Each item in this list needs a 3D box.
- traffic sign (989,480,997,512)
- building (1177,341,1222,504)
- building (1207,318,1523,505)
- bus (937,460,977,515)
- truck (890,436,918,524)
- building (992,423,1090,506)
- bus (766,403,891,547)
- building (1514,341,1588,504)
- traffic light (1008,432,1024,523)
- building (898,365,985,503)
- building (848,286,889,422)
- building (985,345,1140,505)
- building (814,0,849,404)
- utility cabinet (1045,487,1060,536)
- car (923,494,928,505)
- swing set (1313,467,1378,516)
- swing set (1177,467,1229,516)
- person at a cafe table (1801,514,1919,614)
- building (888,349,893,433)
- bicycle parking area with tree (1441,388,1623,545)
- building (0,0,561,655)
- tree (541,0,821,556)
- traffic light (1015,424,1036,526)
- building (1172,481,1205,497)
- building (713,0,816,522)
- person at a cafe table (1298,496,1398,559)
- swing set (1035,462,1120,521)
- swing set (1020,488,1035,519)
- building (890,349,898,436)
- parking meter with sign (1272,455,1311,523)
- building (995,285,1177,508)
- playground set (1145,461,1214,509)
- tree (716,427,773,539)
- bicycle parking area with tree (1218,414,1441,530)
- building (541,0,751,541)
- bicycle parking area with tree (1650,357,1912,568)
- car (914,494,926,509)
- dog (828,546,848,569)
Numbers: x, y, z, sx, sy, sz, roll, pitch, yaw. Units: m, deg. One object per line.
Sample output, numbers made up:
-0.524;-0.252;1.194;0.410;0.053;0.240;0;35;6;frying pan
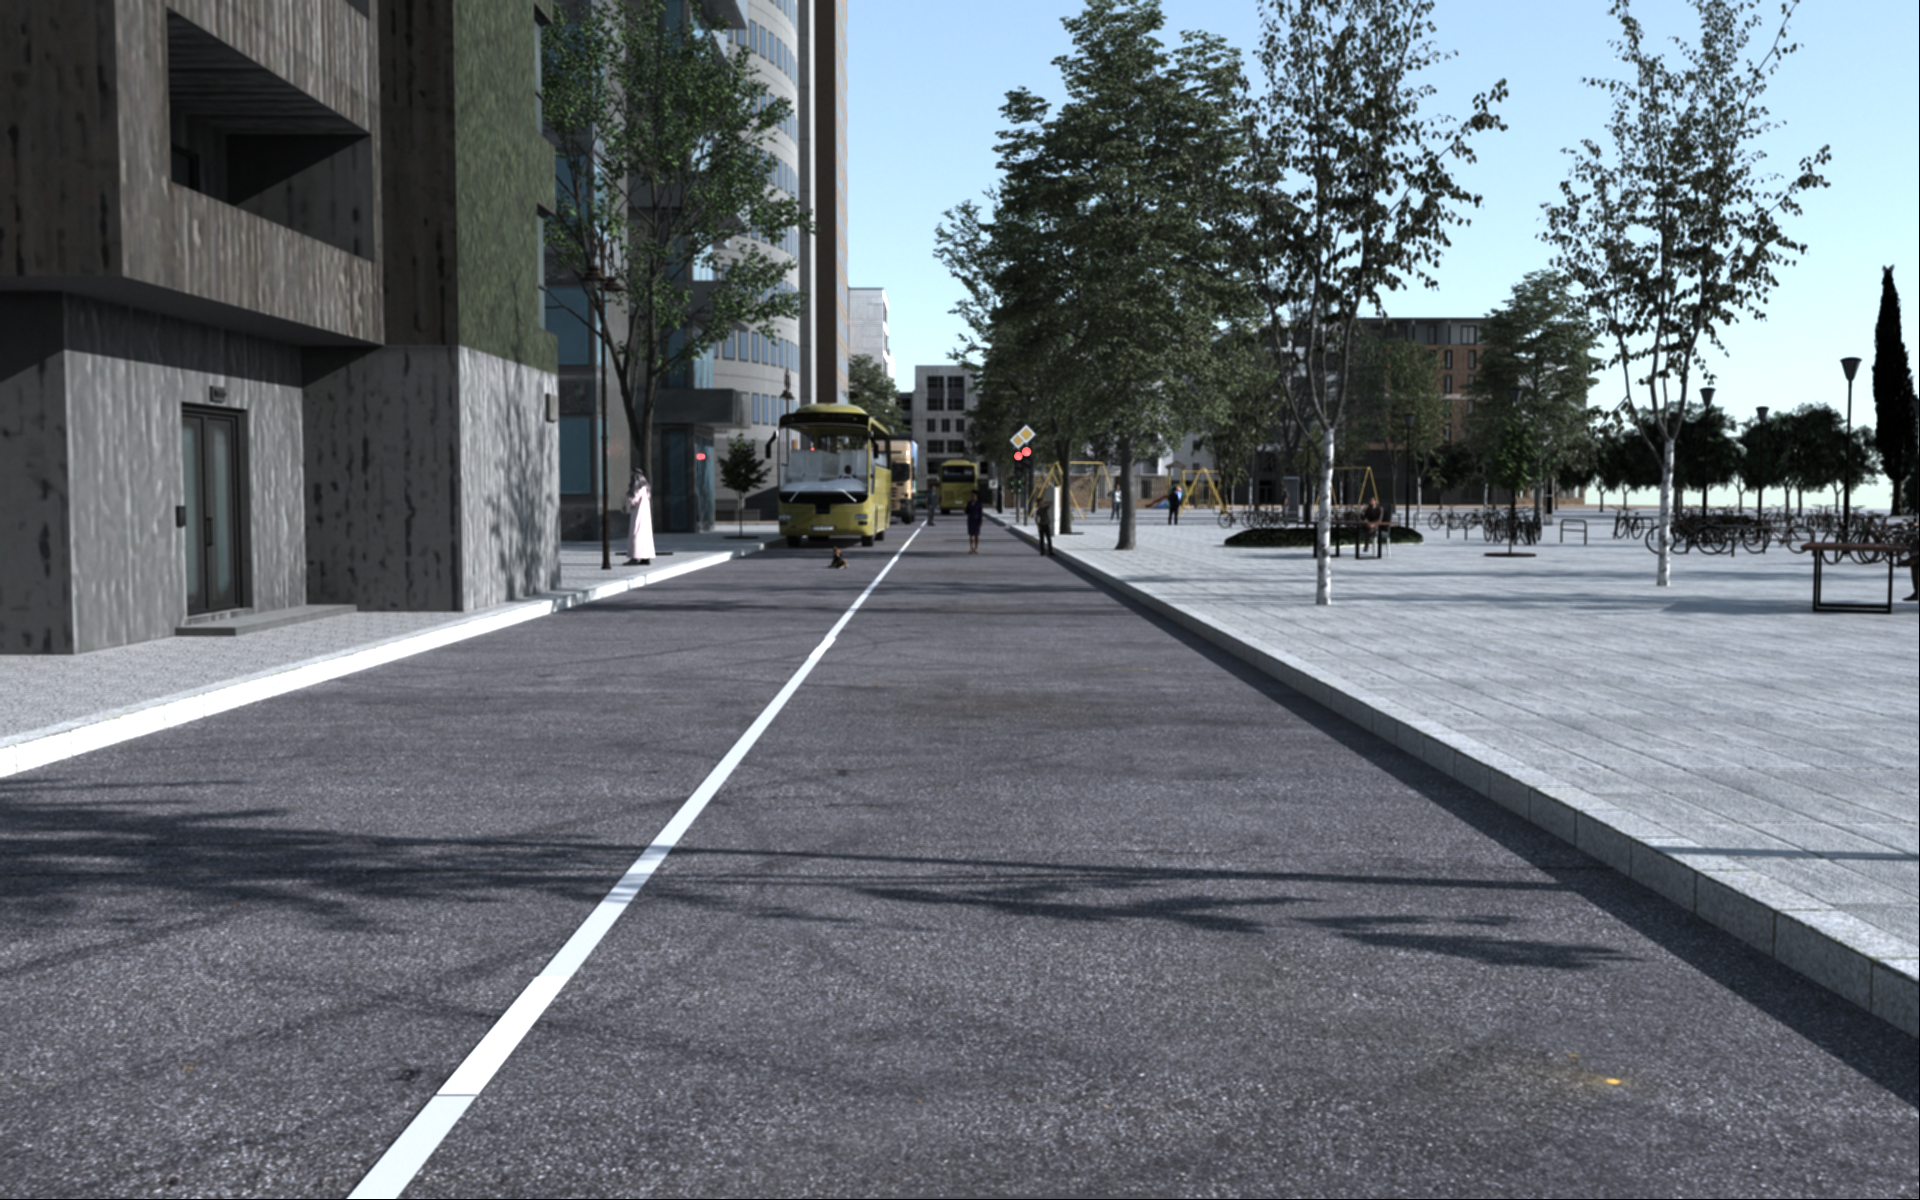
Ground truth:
2.442;-7.653;127.263;0.606;2.300;0.079;0;4;3;traffic sign
26.786;-22.266;220.468;11.380;20.091;16.016;0;4;0;building
48.927;-22.666;214.558;32.646;21.610;27.936;0;4;0;building
-0.184;-8.072;123.522;2.896;3.916;12.252;0;4;-1;bus
-3.473;-5.922;85.733;2.839;4.237;11.283;0;3;0;truck
8.205;-14.721;182.834;9.099;9.664;28.070;0;4;0;building
-3.523;-3.606;50.505;2.896;3.916;12.252;0;4;0;bus
71.528;-22.270;220.528;11.380;20.091;16.016;0;4;0;building
2.593;-5.439;77.849;0.839;4.253;0.868;0;4;0;traffic light
-6.237;-23.207;245.883;31.486;18.905;16.747;0;4;0;building
-21.458;-19.907;169.451;27.936;21.610;32.646;0;4;0;building
12.156;-21.153;212.302;16.747;18.905;31.486;0;4;0;building
-15.482;-29.121;126.235;14.600;45.320;14.200;0;4;0;building
2.814;-2.711;53.005;0.318;1.500;1.173;1;4;10;utility cabinet
-4.240;-10.649;186.110;2.014;1.417;4.499;0;4;1;car
22.746;-6.338;101.250;3.119;2.851;2.862;3;5;43;swing set
14.239;-6.369;101.756;2.862;2.851;3.119;0;4;6;swing set
10.215;-0.497;18.982;1.726;1.238;1.698;2;4;28;person at a cafe table
-15.865;-21.206;203.136;16.016;20.091;11.380;0;4;0;building
17.530;-3.649;46.665;8.231;4.147;9.016;1;4;13;bicycle parking area with tree
-12.411;-14.928;15.783;14.160;30.474;14.107;0;4;0;building
-6.748;-6.744;36.013;9.928;11.665;9.643;0;3;0;tree
2.648;-4.951;69.864;0.839;4.253;0.868;0;4;0;traffic light
25.242;-23.274;246.988;31.486;18.905;16.747;0;4;0;building
-19.201;-33.566;90.805;21.231;58.520;28.212;0;4;0;building
8.031;-1.468;34.871;1.726;1.238;1.698;-3;5;-40;person at a cafe table
5.912;-5.329;84.744;3.119;2.851;2.862;-2;4;-33;swing set
4.700;-5.611;89.359;2.862;2.851;3.119;0;4;-6;swing set
-24.254;-21.626;220.048;31.486;18.905;16.747;0;4;0;building
14.768;-4.948;77.155;1.738;3.016;0.543;0;4;7;parking meter with sign
11.312;-18.722;162.526;16.016;20.091;11.380;0;4;0;building
19.081;-10.038;150.907;5.637;4.214;5.302;0;4;2;playground set
-6.224;-3.397;50.150;1.663;3.219;1.824;0;3;0;tree
14.822;-4.721;64.194;9.016;4.147;8.231;-1;4;-18;bicycle parking area with tree
-22.610;-26.645;55.256;30.456;49.044;23.786;0;4;0;building
18.849;-2.870;33.935;9.016;4.147;8.231;0;4;7;bicycle parking area with tree
-4.200;-9.783;168.742;1.959;1.807;4.718;0;4;-1;car
-2.428;-0.827;33.714;0.550;0.427;0.748;1;4;17;dog
